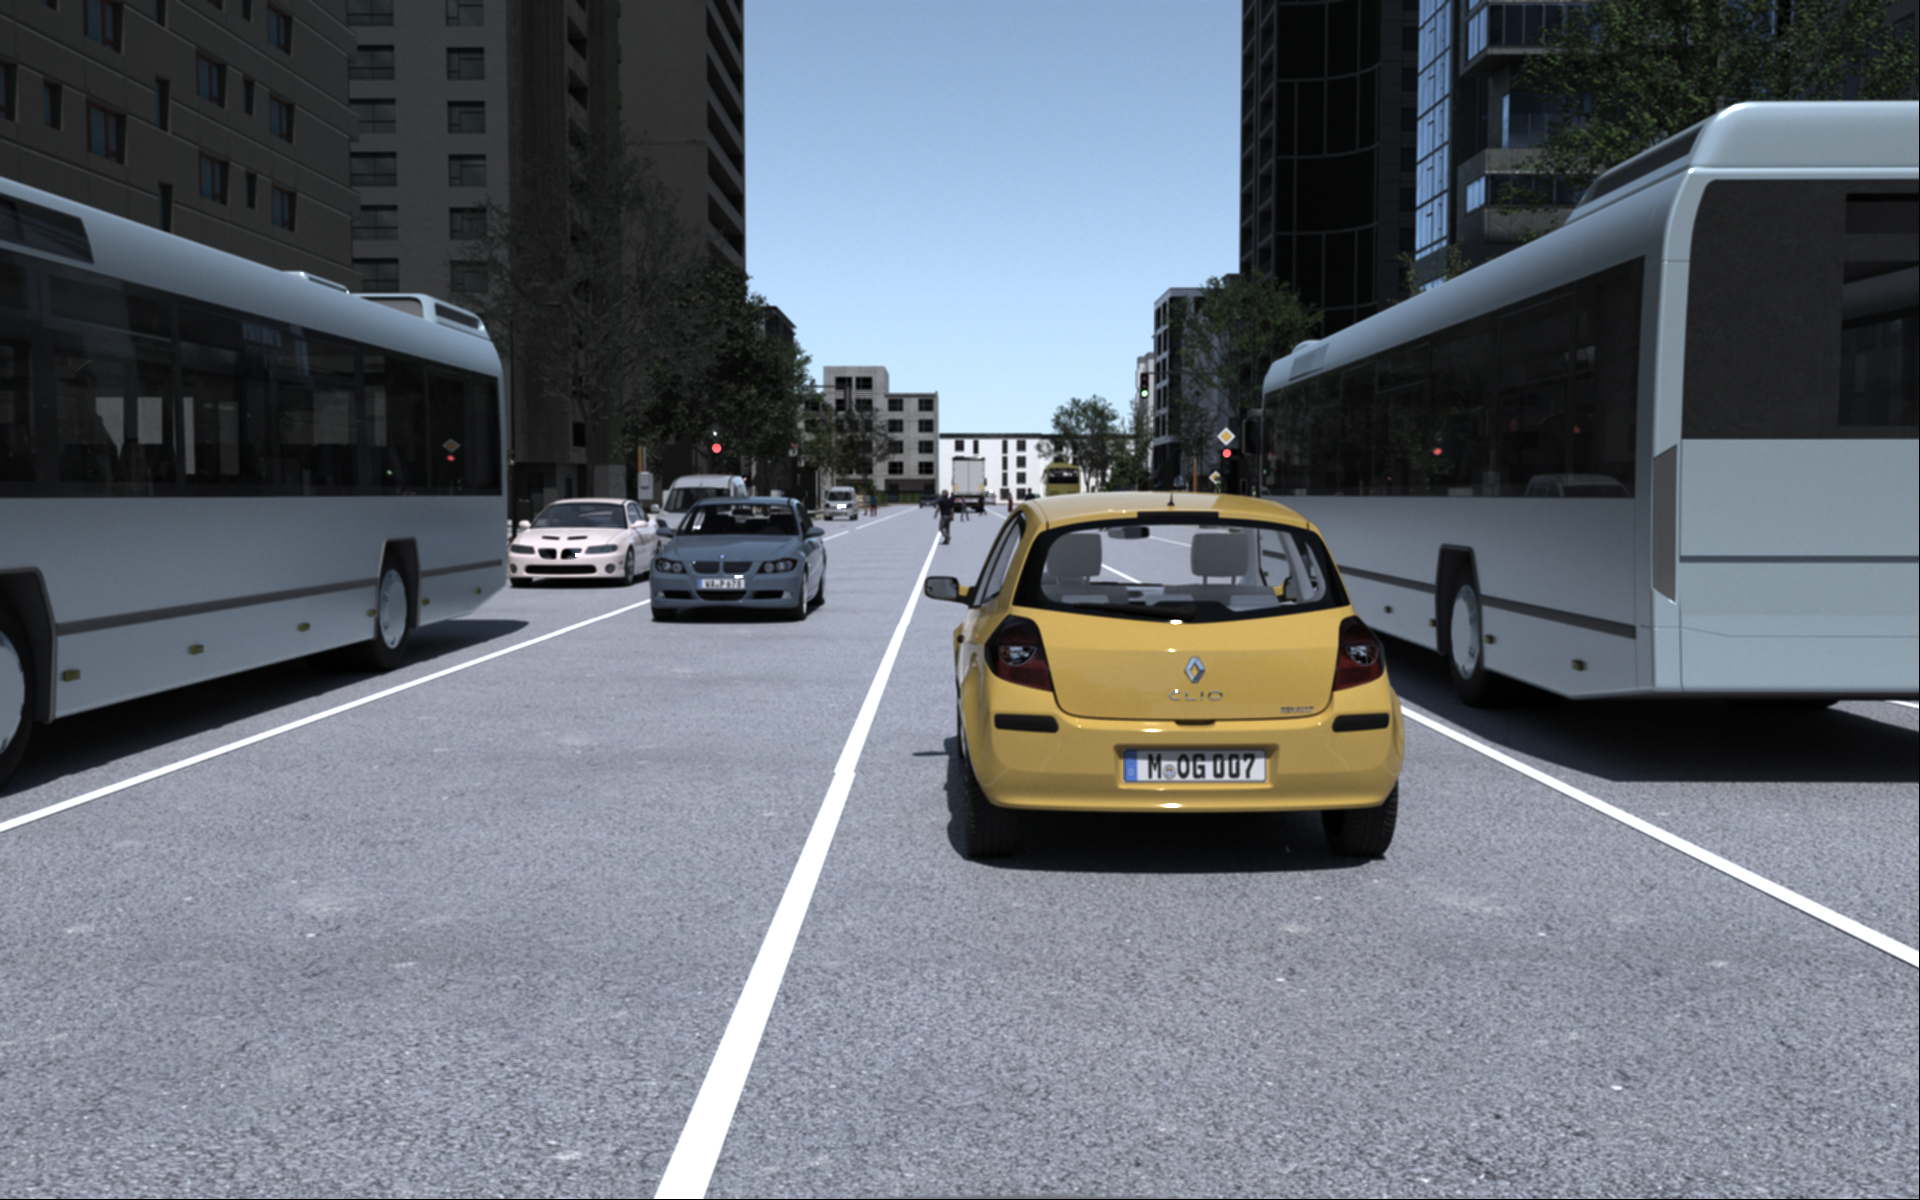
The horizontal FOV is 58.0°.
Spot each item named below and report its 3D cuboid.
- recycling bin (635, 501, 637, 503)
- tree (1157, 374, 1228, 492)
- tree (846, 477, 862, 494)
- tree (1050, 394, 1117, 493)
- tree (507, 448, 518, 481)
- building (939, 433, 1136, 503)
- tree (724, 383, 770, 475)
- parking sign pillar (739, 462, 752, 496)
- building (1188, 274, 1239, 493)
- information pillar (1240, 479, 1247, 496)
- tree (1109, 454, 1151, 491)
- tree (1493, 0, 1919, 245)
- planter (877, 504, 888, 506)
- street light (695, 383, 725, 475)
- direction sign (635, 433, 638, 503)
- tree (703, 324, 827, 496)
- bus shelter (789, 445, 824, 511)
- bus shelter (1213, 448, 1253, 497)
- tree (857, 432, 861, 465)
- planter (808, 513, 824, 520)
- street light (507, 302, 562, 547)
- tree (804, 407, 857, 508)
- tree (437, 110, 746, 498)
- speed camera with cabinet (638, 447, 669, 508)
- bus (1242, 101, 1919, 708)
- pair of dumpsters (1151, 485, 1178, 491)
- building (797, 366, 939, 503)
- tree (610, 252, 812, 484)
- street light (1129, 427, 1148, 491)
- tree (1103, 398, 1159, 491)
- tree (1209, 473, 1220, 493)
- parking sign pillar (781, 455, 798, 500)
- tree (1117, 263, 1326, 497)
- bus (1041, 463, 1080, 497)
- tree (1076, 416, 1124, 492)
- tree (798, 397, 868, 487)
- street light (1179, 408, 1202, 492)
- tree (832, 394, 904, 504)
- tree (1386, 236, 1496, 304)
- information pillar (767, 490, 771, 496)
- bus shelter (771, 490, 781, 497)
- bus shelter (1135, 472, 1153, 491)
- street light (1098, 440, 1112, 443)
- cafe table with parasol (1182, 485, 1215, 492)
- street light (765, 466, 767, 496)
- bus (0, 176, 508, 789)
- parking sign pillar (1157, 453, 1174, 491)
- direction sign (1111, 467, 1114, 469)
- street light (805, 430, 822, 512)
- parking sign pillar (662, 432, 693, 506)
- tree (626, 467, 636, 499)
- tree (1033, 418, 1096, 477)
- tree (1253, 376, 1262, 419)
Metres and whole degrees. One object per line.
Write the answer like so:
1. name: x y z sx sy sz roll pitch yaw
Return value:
1. recycling bin: -11.722 -2.920 60.299 0.722 1.027 0.722 -2 4 -35
2. tree: 13.834 -9.373 103.614 4.360 8.622 3.978 0 3 0
3. tree: -11.823 -12.357 196.639 1.663 3.219 1.824 0 3 0
4. tree: 13.236 -15.578 180.450 9.928 11.665 9.643 0 3 0
5. tree: -10.832 -2.744 39.459 1.663 3.219 1.824 0 3 0
6. building: 11.158 -18.454 243.863 28.070 9.664 9.099 0 4 0
7. tree: -11.752 -8.722 92.964 4.737 8.622 4.395 0 3 0
8. parking sign pillar: -12.277 -6.649 97.188 1.447 3.967 1.447 3 5 41
9. building: 29.406 -18.225 154.398 16.016 20.091 11.380 0 4 0
10. information pillar: 14.155 -5.013 86.462 0.304 2.012 0.304 1 4 11
11. tree: 13.065 -9.236 134.729 4.285 4.588 4.351 0 3 0
12. tree: 13.573 -6.438 31.019 9.928 11.665 9.643 0 3 0
13. planter: -9.077 -11.031 201.492 1.991 0.319 1.994 0 4 0
14. street light: -10.494 -6.108 72.412 1.470 5.913 1.316 0 4 0
15. direction sign: -11.977 -4.416 64.193 0.379 3.537 0.876 0 4 -6
16. tree: -12.155 -11.017 105.875 9.928 11.665 9.643 0 3 0
17. bus shelter: -11.923 -9.577 134.216 2.179 5.291 8.768 0 4 0
18. bus shelter: 14.683 -6.124 91.410 1.731 3.624 6.357 0 4 0
19. tree: -12.580 -14.655 189.968 4.737 8.622 4.395 0 3 0
20. planter: -8.811 -4.658 97.304 1.991 0.319 1.994 0 4 0
21. street light: -10.325 -4.252 42.068 1.470 5.913 1.316 0 4 0
22. tree: -11.513 -11.998 146.533 4.737 8.622 4.395 0 3 0
23. tree: -11.909 -8.886 55.648 12.009 13.543 11.850 0 3 0
24. speed camera with cabinet: -12.528 -4.793 72.694 2.038 3.252 0.660 -1 4 -10
25. bus: 4.672 -1.216 14.746 2.948 3.499 13.247 0 4 1
26. pair of dumpsters: 14.440 -7.332 122.366 1.574 2.255 4.437 0 4 0
27. building: -18.880 -23.318 247.710 31.486 18.905 16.747 0 4 0
28. tree: -11.755 -10.099 82.121 9.611 12.733 9.660 0 3 0
29. street light: 12.506 -9.068 120.799 1.470 5.913 1.316 0 4 0
30. tree: 12.989 -10.924 128.977 4.737 8.622 4.395 0 3 0
31. tree: 18.664 -7.812 122.329 1.663 3.219 1.824 0 3 0
32. parking sign pillar: -11.610 -7.913 117.854 1.447 3.967 1.447 3 4 38
33. tree: 13.395 -9.410 79.617 9.928 11.665 9.643 0 3 0
34. bus: 7.865 -8.785 135.186 2.896 3.916 12.252 0 4 2
35. tree: 13.720 -13.447 170.220 4.360 8.622 3.978 0 3 0
36. tree: -12.451 -14.176 166.193 7.601 10.594 8.767 -1 4 -15
37. street light: 12.573 -7.435 94.109 1.470 5.913 1.316 0 4 0
38. tree: -11.640 -18.529 213.323 12.009 13.543 11.850 0 3 0
39. tree: 13.879 -6.127 50.545 4.737 8.622 4.395 0 3 0
40. information pillar: -12.504 -6.612 112.594 0.304 2.012 0.304 -3 5 -43
41. bus shelter: -12.597 -7.815 121.699 2.014 3.302 5.546 0 3 0
42. bus shelter: 14.502 -9.067 142.165 2.014 3.302 5.546 0 4 0
43. street light: 12.419 -10.711 147.671 1.470 5.913 1.316 0 4 0
44. cafe table with parasol: 17.578 -7.393 125.747 2.610 1.966 2.610 0 4 0
45. street light: -10.584 -7.749 99.229 1.470 5.913 1.316 0 4 0
46. bus: -5.776 -0.975 10.795 2.948 3.499 13.247 0 4 0
47. parking sign pillar: 13.376 -7.606 112.835 1.447 3.967 1.447 3 5 44
48. direction sign: 12.907 -9.333 144.587 0.379 3.537 0.876 -3 4 -36
49. street light: -10.692 -9.363 125.629 1.470 5.913 1.316 0 4 0
50. parking sign pillar: -12.139 -5.253 74.363 1.447 3.967 1.447 -1 4 -9
51. tree: -20.038 -6.843 106.489 1.663 3.219 1.824 0 3 0
52. tree: 13.404 -16.874 210.301 8.767 10.594 7.601 -3 4 -38
53. tree: 18.618 -9.088 98.956 4.360 8.622 3.978 0 3 0
